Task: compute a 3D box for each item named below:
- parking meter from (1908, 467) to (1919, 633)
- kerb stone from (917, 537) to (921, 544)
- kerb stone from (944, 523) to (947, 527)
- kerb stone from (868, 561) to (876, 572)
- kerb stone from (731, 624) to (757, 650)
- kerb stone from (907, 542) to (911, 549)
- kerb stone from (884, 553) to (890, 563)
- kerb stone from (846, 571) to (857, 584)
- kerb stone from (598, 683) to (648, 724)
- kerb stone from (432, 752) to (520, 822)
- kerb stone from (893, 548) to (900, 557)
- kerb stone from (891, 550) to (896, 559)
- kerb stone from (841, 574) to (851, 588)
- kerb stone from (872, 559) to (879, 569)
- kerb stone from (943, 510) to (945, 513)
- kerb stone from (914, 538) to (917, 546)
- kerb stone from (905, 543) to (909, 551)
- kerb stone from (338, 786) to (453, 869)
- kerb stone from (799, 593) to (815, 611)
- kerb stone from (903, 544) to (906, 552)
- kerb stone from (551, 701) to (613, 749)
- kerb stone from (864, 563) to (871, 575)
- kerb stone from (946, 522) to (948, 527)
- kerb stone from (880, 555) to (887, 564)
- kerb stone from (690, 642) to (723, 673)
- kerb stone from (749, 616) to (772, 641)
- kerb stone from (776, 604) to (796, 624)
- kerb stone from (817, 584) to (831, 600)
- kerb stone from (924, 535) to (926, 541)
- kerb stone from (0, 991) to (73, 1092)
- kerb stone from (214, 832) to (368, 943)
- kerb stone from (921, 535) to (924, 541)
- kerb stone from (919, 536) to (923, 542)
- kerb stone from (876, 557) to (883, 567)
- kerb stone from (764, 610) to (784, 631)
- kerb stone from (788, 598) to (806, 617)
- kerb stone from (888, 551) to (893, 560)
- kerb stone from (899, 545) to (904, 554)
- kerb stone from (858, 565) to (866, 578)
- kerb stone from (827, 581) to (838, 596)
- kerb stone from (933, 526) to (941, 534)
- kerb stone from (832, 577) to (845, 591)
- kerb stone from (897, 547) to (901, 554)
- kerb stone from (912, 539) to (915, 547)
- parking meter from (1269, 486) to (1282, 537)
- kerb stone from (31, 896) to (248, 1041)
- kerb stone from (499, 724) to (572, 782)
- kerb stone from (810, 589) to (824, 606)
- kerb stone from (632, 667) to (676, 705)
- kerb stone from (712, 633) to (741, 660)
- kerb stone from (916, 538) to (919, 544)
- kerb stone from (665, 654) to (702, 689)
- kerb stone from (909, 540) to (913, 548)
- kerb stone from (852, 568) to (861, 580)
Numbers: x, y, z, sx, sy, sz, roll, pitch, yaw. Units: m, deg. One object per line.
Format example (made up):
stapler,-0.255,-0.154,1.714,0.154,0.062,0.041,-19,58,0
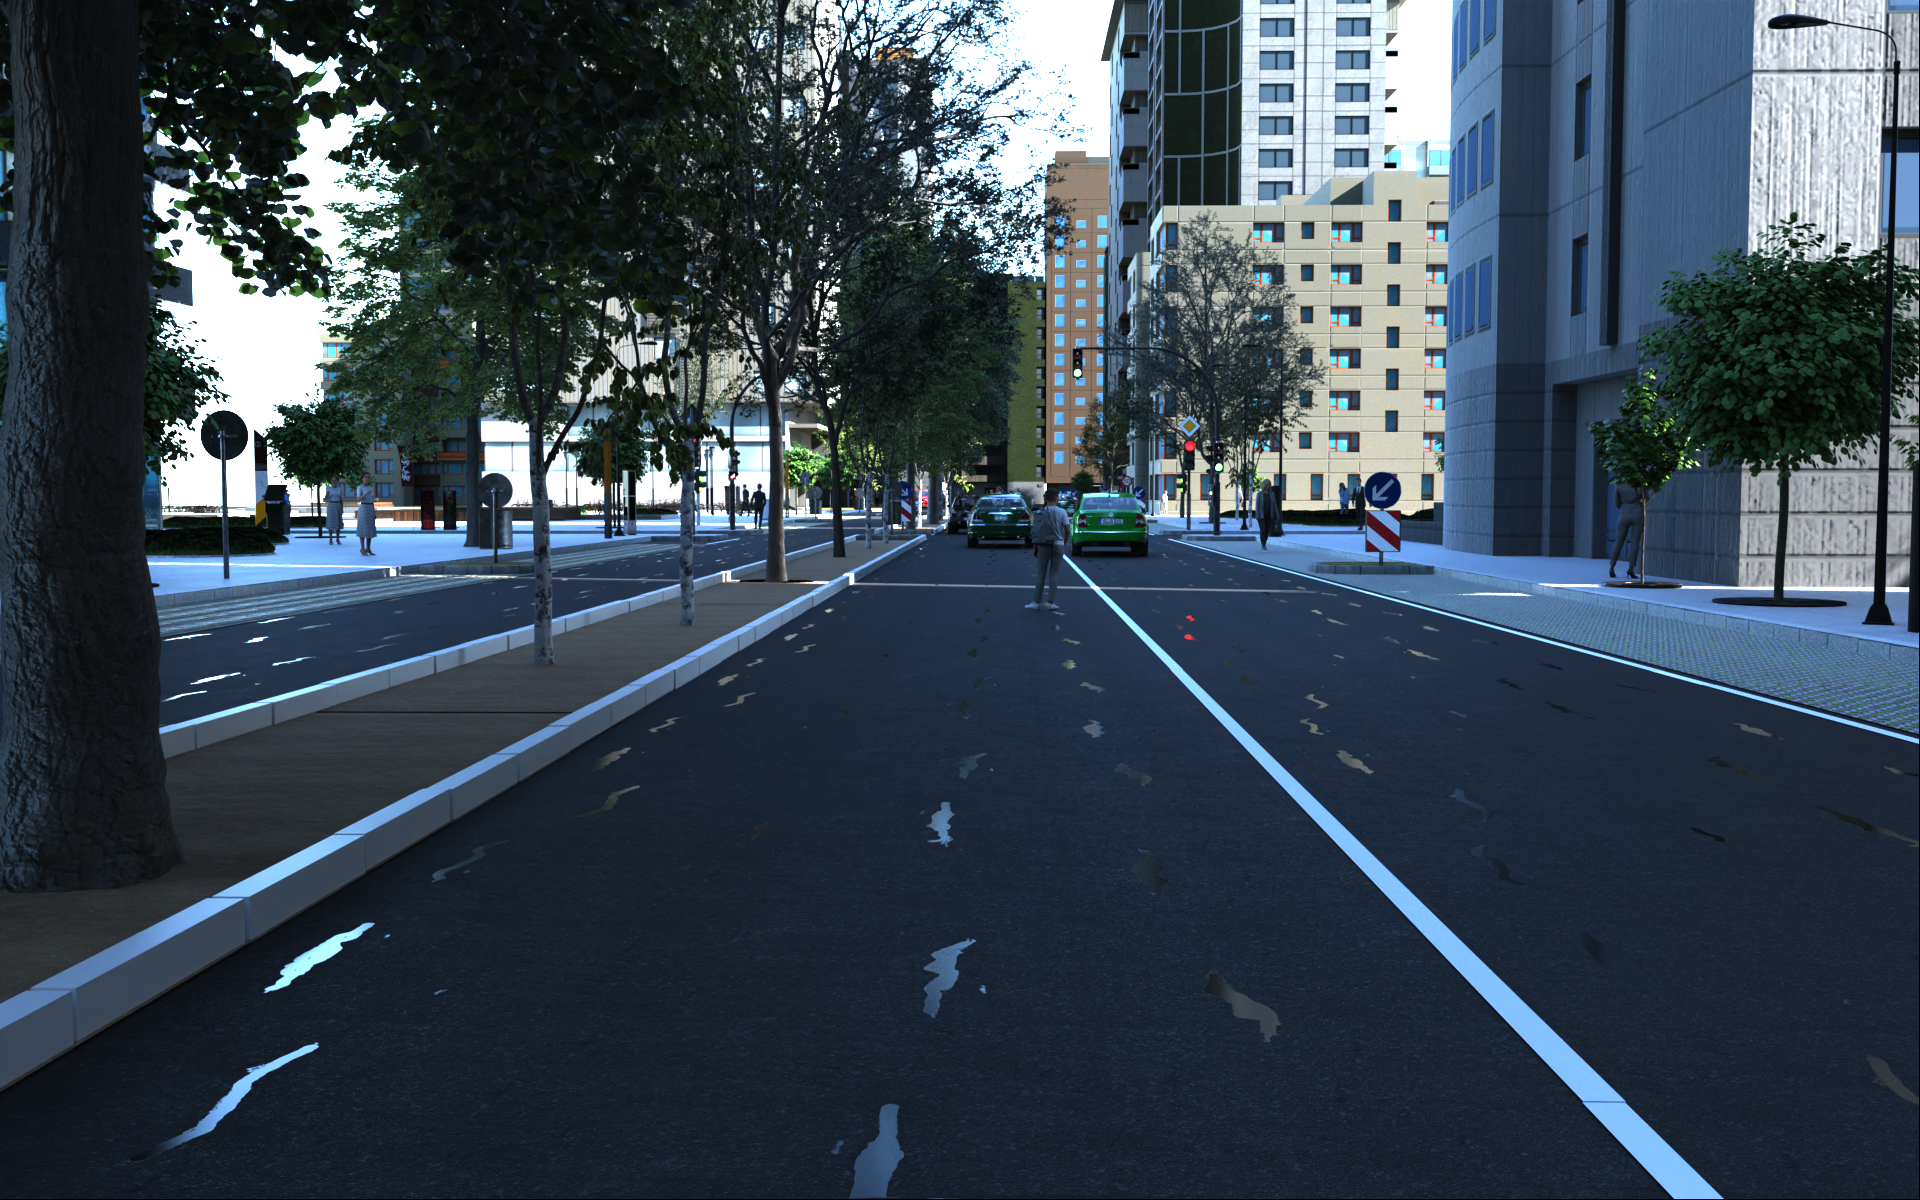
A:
parking meter,9.019,-0.467,16.049,0.372,1.533,0.369,0,3,0
kerb stone,-1.268,-1.643,49.062,0.120,0.150,1.000,0,4,1
kerb stone,-0.721,-2.988,71.154,0.120,0.150,1.000,0,4,1
kerb stone,-1.683,-0.575,31.640,0.120,0.150,1.000,0,4,1
kerb stone,-2.059,0.364,16.277,0.120,0.150,1.000,0,4,1
kerb stone,-1.386,-1.330,43.941,0.120,0.150,1.000,0,4,1
kerb stone,-1.584,-0.829,35.749,0.120,0.150,1.000,0,4,1
kerb stone,-1.787,-0.328,27.552,0.120,0.150,1.000,0,4,1
kerb stone,-2.190,0.680,11.146,0.120,0.150,1.000,0,4,1
kerb stone,-2.261,0.869,8.065,0.120,0.150,1.000,0,4,1
kerb stone,-1.502,-1.017,38.820,0.120,0.150,1.000,0,4,1
kerb stone,-1.536,-0.954,37.799,0.120,0.150,1.000,0,4,1
kerb stone,-1.809,-0.265,26.530,0.120,0.150,1.000,0,4,1
kerb stone,-1.663,-0.640,32.662,0.120,0.150,1.000,0,4,1
kerb stone,-1.238,-6.952,135.867,0.120,0.150,1.000,0,4,1
kerb stone,-1.313,-1.518,47.007,0.120,0.150,1.000,0,4,1
kerb stone,-1.416,-1.268,42.919,0.120,0.150,1.000,0,4,1
kerb stone,-2.292,0.927,7.043,0.120,0.150,1.000,0,4,1
kerb stone,-1.939,0.049,21.402,0.120,0.150,1.000,0,4,1
kerb stone,-1.446,-1.203,41.892,0.120,0.150,1.000,0,4,1
kerb stone,-2.214,0.739,10.124,0.120,0.150,1.000,0,4,1
kerb stone,-1.709,-0.515,30.618,0.120,0.150,1.000,0,4,1
kerb stone,-0.670,-3.117,73.207,0.120,0.150,1.000,0,4,1
kerb stone,-1.612,-0.766,34.719,0.120,0.150,1.000,0,4,1
kerb stone,-2.109,0.488,14.224,0.120,0.150,1.000,0,4,1
kerb stone,-2.030,0.300,17.299,0.120,0.150,1.000,0,4,1
kerb stone,-1.986,0.177,19.359,0.120,0.150,1.000,0,4,1
kerb stone,-1.888,-0.076,23.452,0.120,0.150,1.000,0,4,1
kerb stone,-1.192,-1.832,52.147,0.120,0.150,1.000,0,4,1
kerb stone,-2.364,1.114,3.978,0.120,0.150,1.000,0,4,1
kerb stone,-2.311,0.989,6.021,0.120,0.150,1.000,0,4,1
kerb stone,-1.219,-1.769,51.118,0.120,0.150,1.000,0,4,1
kerb stone,-1.232,-1.706,50.096,0.120,0.150,1.000,0,4,1
kerb stone,-1.633,-0.701,33.694,0.120,0.150,1.000,0,4,1
kerb stone,-2.011,0.237,18.327,0.120,0.150,1.000,0,4,1
kerb stone,-1.960,0.112,20.380,0.120,0.150,1.000,0,4,1
kerb stone,-1.558,-0.892,36.777,0.120,0.150,1.000,0,4,1
kerb stone,-1.465,-1.142,40.865,0.120,0.150,1.000,0,4,1
kerb stone,-1.743,-0.453,29.597,0.120,0.150,1.000,0,4,1
kerb stone,-1.862,-0.135,24.480,0.120,0.150,1.000,0,4,1
kerb stone,-0.870,-2.617,65.018,0.120,0.150,1.000,0,4,1
kerb stone,-1.840,-0.202,25.506,0.120,0.150,1.000,0,4,1
kerb stone,-1.494,-1.076,39.843,0.120,0.150,1.000,0,4,1
kerb stone,-1.340,-1.455,45.985,0.120,0.150,1.000,0,4,1
parking meter,9.473,-2.667,52.019,0.372,1.533,0.369,0,3,0
kerb stone,-2.342,1.052,5.000,0.120,0.150,1.000,0,4,1
kerb stone,-2.234,0.805,9.099,0.120,0.150,1.000,0,4,1
kerb stone,-1.905,-0.008,22.430,0.120,0.150,1.000,0,4,1
kerb stone,-2.166,0.614,12.174,0.120,0.150,1.000,0,4,1
kerb stone,-2.090,0.425,15.254,0.120,0.150,1.000,0,4,1
kerb stone,-1.292,-1.580,48.028,0.120,0.150,1.000,0,4,1
kerb stone,-2.134,0.553,13.203,0.120,0.150,1.000,0,4,1
kerb stone,-1.363,-1.392,44.962,0.120,0.150,1.000,0,4,1
kerb stone,-1.770,-0.390,28.574,0.120,0.150,1.000,0,4,1
